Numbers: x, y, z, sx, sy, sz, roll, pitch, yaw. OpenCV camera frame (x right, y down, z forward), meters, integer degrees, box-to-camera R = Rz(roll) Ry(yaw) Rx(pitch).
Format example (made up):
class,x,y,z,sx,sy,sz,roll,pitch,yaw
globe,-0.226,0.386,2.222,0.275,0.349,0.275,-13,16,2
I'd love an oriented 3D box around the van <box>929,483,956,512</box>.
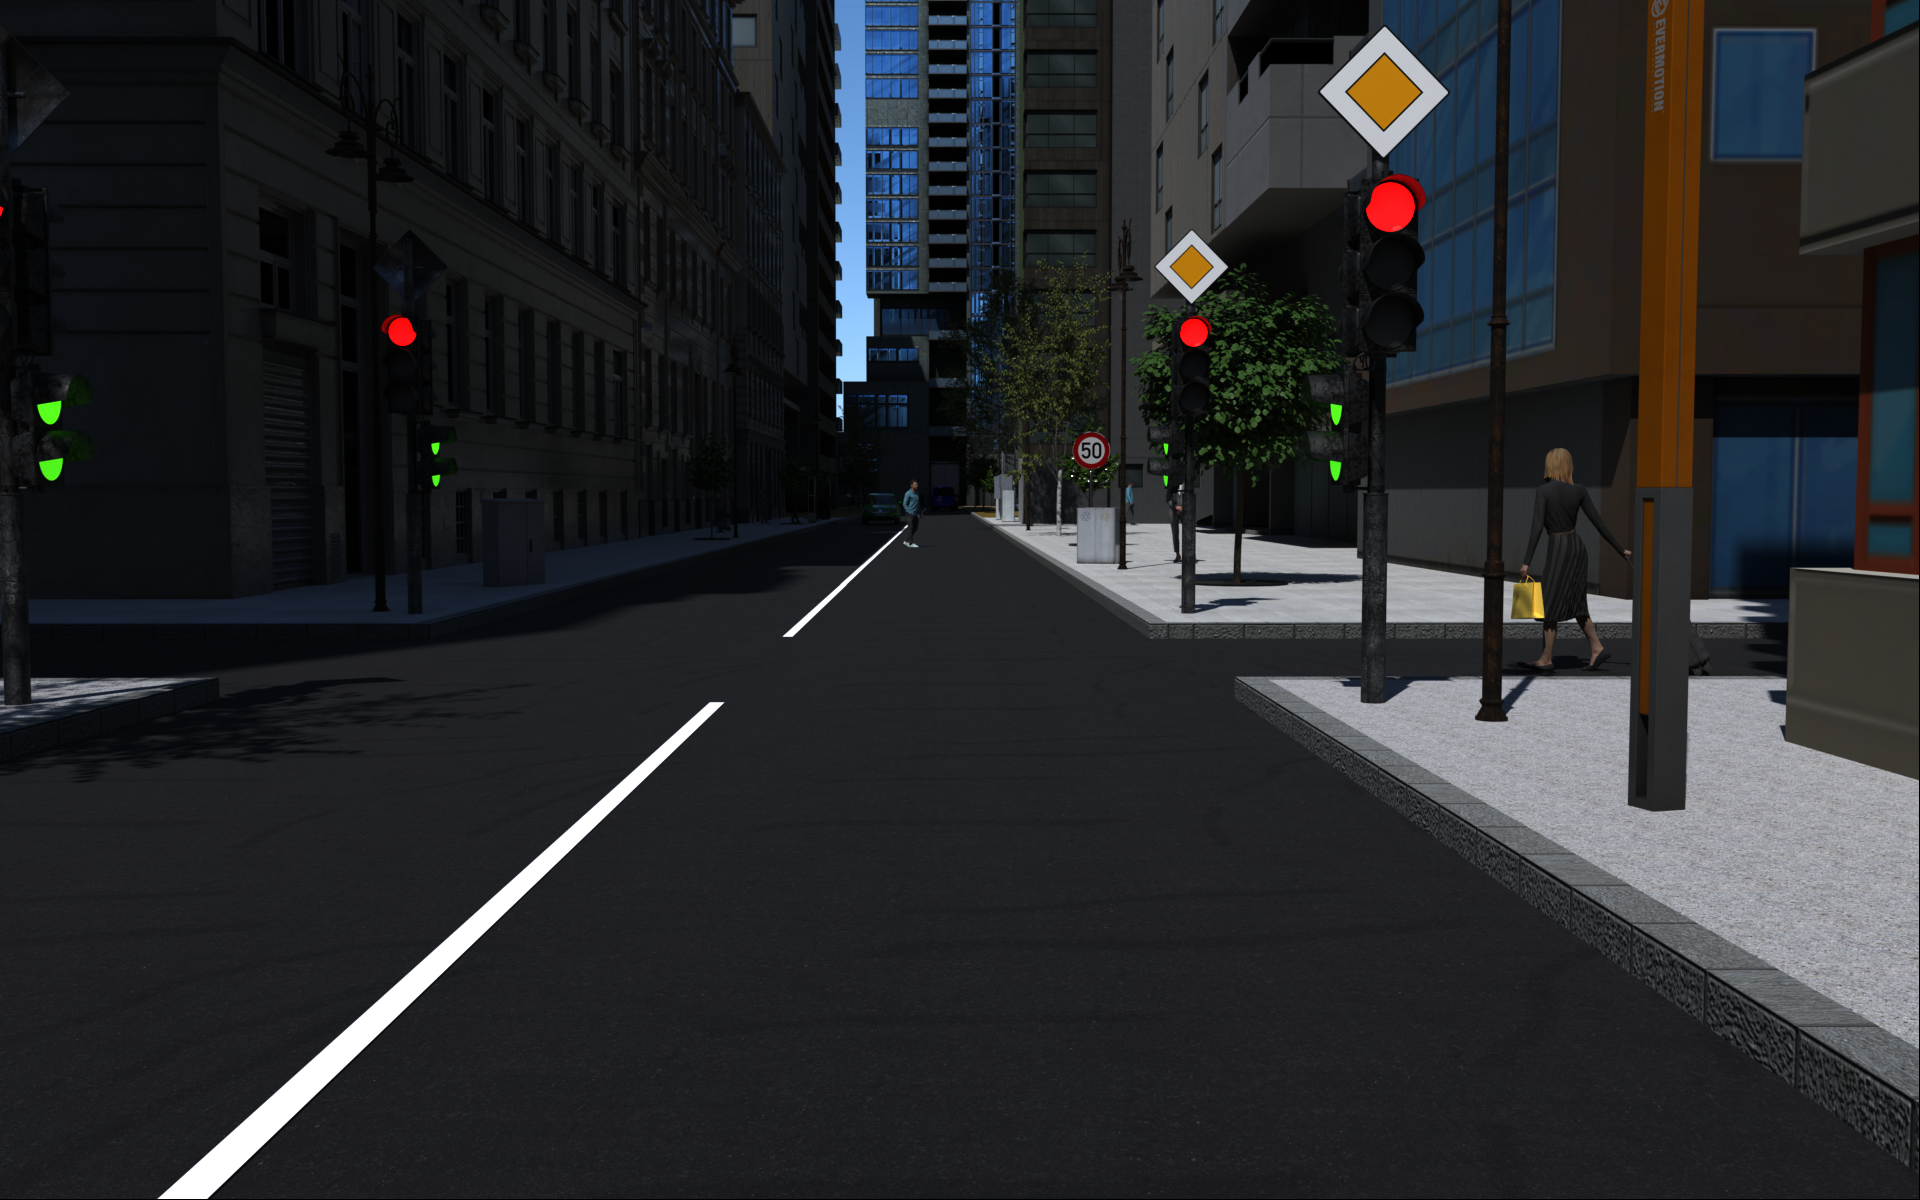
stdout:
class,x,y,z,sx,sy,sz,roll,pitch,yaw
van,-1.432,-8.490,143.196,2.240,2.365,5.245,0,4,-3

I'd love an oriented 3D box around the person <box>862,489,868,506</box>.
class,x,y,z,sx,sy,sz,roll,pitch,yaw
person,-8.267,-8.874,151.855,0.721,1.743,1.217,-2,4,-32

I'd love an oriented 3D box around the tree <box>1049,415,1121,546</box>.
class,x,y,z,sx,sy,sz,roll,pitch,yaw
tree,3.307,-2.944,42.740,1.663,3.219,1.824,0,3,0

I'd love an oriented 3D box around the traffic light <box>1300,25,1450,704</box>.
class,x,y,z,sx,sy,sz,roll,pitch,yaw
traffic light,2.525,-1.323,10.558,0.839,4.253,0.868,0,4,-1

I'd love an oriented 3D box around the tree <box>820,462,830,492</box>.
class,x,y,z,sx,sy,sz,roll,pitch,yaw
tree,-7.601,-5.827,89.877,1.663,3.219,1.824,0,3,0

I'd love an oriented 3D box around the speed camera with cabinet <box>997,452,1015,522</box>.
class,x,y,z,sx,sy,sz,roll,pitch,yaw
speed camera with cabinet,2.201,-5.266,80.430,0.660,3.252,2.038,0,4,-2

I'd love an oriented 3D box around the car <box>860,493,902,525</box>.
class,x,y,z,sx,sy,sz,roll,pitch,yaw
car,-3.737,-4.503,82.417,1.959,1.807,4.718,0,4,-1

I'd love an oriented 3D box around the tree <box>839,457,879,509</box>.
class,x,y,z,sx,sy,sz,roll,pitch,yaw
tree,-8.597,-10.000,147.214,4.285,4.588,4.351,0,3,0

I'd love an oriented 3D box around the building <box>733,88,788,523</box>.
class,x,y,z,sx,sy,sz,roll,pitch,yaw
building,-13.978,-14.354,83.831,9.793,20.994,18.267,0,4,-1

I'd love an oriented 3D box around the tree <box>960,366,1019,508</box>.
class,x,y,z,sx,sy,sz,roll,pitch,yaw
tree,2.760,-8.967,96.974,4.360,8.622,3.978,0,3,0

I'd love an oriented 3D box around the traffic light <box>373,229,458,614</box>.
class,x,y,z,sx,sy,sz,roll,pitch,yaw
traffic light,-5.821,-1.805,18.439,0.839,4.253,0.868,0,4,-1

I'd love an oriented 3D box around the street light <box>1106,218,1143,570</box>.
class,x,y,z,sx,sy,sz,roll,pitch,yaw
street light,2.770,-3.458,29.333,0.468,5.910,1.993,0,4,-1

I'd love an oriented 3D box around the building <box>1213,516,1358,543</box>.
class,x,y,z,sx,sy,sz,roll,pitch,yaw
building,20.715,-28.271,51.468,28.713,52.752,27.495,0,4,-1

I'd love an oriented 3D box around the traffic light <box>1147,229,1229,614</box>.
class,x,y,z,sx,sy,sz,roll,pitch,yaw
traffic light,2.440,-1.812,18.543,0.839,4.253,0.868,0,4,-1

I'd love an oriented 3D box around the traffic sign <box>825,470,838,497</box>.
class,x,y,z,sx,sy,sz,roll,pitch,yaw
traffic sign,-7.047,-5.750,94.015,0.884,2.594,0.081,1,4,8

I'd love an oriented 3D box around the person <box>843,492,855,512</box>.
class,x,y,z,sx,sy,sz,roll,pitch,yaw
person,-7.861,-6.935,122.616,0.799,1.438,0.628,-1,4,-15

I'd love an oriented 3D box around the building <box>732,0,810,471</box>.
class,x,y,z,sx,sy,sz,roll,pitch,yaw
building,-23.763,-31.665,106.966,28.713,52.752,27.495,0,4,-1

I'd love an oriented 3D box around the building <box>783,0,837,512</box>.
class,x,y,z,sx,sy,sz,roll,pitch,yaw
building,-20.801,-31.103,132.229,21.300,48.544,21.600,0,4,-1

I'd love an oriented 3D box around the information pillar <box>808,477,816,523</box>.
class,x,y,z,sx,sy,sz,roll,pitch,yaw
information pillar,-6.534,-4.408,76.567,0.304,2.012,0.304,1,4,8

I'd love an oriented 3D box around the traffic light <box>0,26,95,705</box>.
class,x,y,z,sx,sy,sz,roll,pitch,yaw
traffic light,-5.735,-1.317,10.454,0.839,4.253,0.868,0,4,-1

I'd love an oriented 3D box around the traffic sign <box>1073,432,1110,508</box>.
class,x,y,z,sx,sy,sz,roll,pitch,yaw
traffic sign,2.680,-2.160,35.423,0.768,2.556,0.104,0,4,0

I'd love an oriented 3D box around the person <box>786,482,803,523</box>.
class,x,y,z,sx,sy,sz,roll,pitch,yaw
person,-7.204,-4.314,76.358,0.659,1.850,0.755,3,5,41

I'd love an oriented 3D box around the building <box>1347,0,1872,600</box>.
class,x,y,z,sx,sy,sz,roll,pitch,yaw
building,14.714,-23.004,26.235,14.200,45.320,14.600,0,4,-1

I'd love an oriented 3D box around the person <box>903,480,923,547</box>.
class,x,y,z,sx,sy,sz,roll,pitch,yaw
person,-1.319,-2.337,46.723,0.620,1.820,0.660,2,4,30

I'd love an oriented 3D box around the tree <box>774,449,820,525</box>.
class,x,y,z,sx,sy,sz,roll,pitch,yaw
tree,-6.996,-4.814,73.315,1.663,3.219,1.824,0,3,0

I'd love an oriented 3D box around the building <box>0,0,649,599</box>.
class,x,y,z,sx,sy,sz,roll,pitch,yaw
building,-16.294,-12.311,34.563,16.112,22.955,30.059,0,4,-1

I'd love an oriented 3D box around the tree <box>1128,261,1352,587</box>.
class,x,y,z,sx,sy,sz,roll,pitch,yaw
tree,3.901,-2.495,24.514,4.285,4.588,4.351,0,3,0

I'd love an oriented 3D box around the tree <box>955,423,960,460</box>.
class,x,y,z,sx,sy,sz,roll,pitch,yaw
tree,1.487,-13.054,163.795,4.360,8.622,3.978,0,3,0

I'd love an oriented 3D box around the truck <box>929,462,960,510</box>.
class,x,y,z,sx,sy,sz,roll,pitch,yaw
truck,-1.382,-10.208,155.814,2.839,4.237,11.283,0,4,-1

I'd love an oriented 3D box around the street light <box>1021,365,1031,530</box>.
class,x,y,z,sx,sy,sz,roll,pitch,yaw
street light,2.416,-5.398,61.049,0.468,5.910,1.993,0,4,-1

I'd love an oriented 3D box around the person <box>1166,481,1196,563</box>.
class,x,y,z,sx,sy,sz,roll,pitch,yaw
person,4.143,-1.596,32.417,0.520,1.790,0.573,0,4,-7

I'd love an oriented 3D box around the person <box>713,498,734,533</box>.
class,x,y,z,sx,sy,sz,roll,pitch,yaw
person,-7.931,-2.829,57.795,0.738,1.151,1.012,-2,4,-30

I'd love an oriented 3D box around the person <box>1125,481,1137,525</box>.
class,x,y,z,sx,sy,sz,roll,pitch,yaw
person,6.946,-4.007,71.426,0.748,1.841,0.638,2,4,28

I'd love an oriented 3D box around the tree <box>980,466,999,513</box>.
class,x,y,z,sx,sy,sz,roll,pitch,yaw
tree,2.063,-7.598,118.834,1.663,3.219,1.824,0,3,0

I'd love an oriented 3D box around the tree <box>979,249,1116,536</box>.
class,x,y,z,sx,sy,sz,roll,pitch,yaw
tree,2.911,-6.251,52.566,4.737,8.622,4.395,0,3,0

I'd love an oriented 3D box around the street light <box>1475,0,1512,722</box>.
class,x,y,z,sx,sy,sz,roll,pitch,yaw
street light,3.019,-2.255,9.660,0.468,5.910,1.993,0,4,-1

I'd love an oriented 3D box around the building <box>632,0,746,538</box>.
class,x,y,z,sx,sy,sz,roll,pitch,yaw
building,-15.129,-16.190,61.973,12.463,27.353,25.104,0,4,-1

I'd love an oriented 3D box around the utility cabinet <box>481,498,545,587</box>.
class,x,y,z,sx,sy,sz,roll,pitch,yaw
utility cabinet,-6.261,-0.806,24.335,0.306,1.237,1.020,2,4,25

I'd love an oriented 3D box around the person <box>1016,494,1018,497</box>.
class,x,y,z,sx,sy,sz,roll,pitch,yaw
person,5.152,-9.934,169.258,1.217,1.735,0.721,-2,4,-25

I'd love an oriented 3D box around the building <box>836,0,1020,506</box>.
class,x,y,z,sx,sy,sz,roll,pitch,yaw
building,1.639,-53.554,188.286,31.000,86.520,22.319,0,4,-1

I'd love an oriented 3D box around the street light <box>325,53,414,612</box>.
class,x,y,z,sx,sy,sz,roll,pitch,yaw
street light,-6.345,-2.814,18.795,0.468,5.910,1.993,0,4,-1

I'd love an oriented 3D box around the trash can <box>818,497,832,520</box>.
class,x,y,z,sx,sy,sz,roll,pitch,yaw
trash can,-6.785,-4.598,86.837,0.748,1.137,0.748,0,3,0

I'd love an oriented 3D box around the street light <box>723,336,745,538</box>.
class,x,y,z,sx,sy,sz,roll,pitch,yaw
street light,-6.590,-4.768,50.740,0.468,5.910,1.993,0,4,-1

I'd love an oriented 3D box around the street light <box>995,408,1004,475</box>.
class,x,y,z,sx,sy,sz,roll,pitch,yaw
street light,2.132,-7.373,93.339,0.468,5.910,1.993,0,4,-1

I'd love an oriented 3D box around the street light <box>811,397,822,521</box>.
class,x,y,z,sx,sy,sz,roll,pitch,yaw
street light,-6.847,-6.735,82.902,0.468,5.910,1.993,0,4,-1

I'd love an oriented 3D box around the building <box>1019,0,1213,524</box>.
class,x,y,z,sx,sy,sz,roll,pitch,yaw
building,9.685,-18.904,80.779,14.160,30.474,14.107,0,4,-1

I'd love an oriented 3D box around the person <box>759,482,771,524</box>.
class,x,y,z,sx,sy,sz,roll,pitch,yaw
person,-8.276,-4.116,73.606,0.573,1.790,0.520,-1,4,-23

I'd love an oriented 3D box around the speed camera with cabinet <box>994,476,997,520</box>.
class,x,y,z,sx,sy,sz,roll,pitch,yaw
speed camera with cabinet,2.045,-5.595,85.810,0.660,3.252,2.038,0,4,6

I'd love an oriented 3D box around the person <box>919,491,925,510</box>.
class,x,y,z,sx,sy,sz,roll,pitch,yaw
person,-3.647,-9.275,160.678,0.617,1.759,0.750,2,4,31

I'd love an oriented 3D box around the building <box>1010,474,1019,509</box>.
class,x,y,z,sx,sy,sz,roll,pitch,yaw
building,20.244,-28.343,155.289,32.217,40.220,23.993,0,4,-1

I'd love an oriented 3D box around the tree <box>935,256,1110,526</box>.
class,x,y,z,sx,sy,sz,roll,pitch,yaw
tree,2.420,-8.202,68.521,7.601,10.594,8.767,0,4,8

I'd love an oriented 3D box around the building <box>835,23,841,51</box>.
class,x,y,z,sx,sy,sz,roll,pitch,yaw
building,-26.068,-32.734,154.816,30.456,49.044,23.786,0,4,-1

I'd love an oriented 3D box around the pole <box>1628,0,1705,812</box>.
class,x,y,z,sx,sy,sz,roll,pitch,yaw
pole,2.849,-0.804,6.987,0.158,3.312,0.155,0,3,0

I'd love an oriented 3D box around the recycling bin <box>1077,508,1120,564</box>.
class,x,y,z,sx,sy,sz,roll,pitch,yaw
recycling bin,2.591,-1.198,32.143,0.722,1.027,0.722,1,4,16

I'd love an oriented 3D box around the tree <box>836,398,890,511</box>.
class,x,y,z,sx,sy,sz,roll,pitch,yaw
tree,-7.565,-11.144,132.573,4.737,8.622,4.395,0,3,0

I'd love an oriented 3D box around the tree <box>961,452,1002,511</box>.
class,x,y,z,sx,sy,sz,roll,pitch,yaw
tree,1.836,-9.013,131.070,4.285,4.588,4.351,0,3,0

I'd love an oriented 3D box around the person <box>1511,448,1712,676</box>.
class,x,y,z,sx,sy,sz,roll,pitch,yaw
person,5.213,-0.315,13.861,1.509,1.804,0.699,1,4,20

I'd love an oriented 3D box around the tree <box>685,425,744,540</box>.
class,x,y,z,sx,sy,sz,roll,pitch,yaw
tree,-6.839,-3.298,48.525,1.663,3.219,1.824,0,3,0
